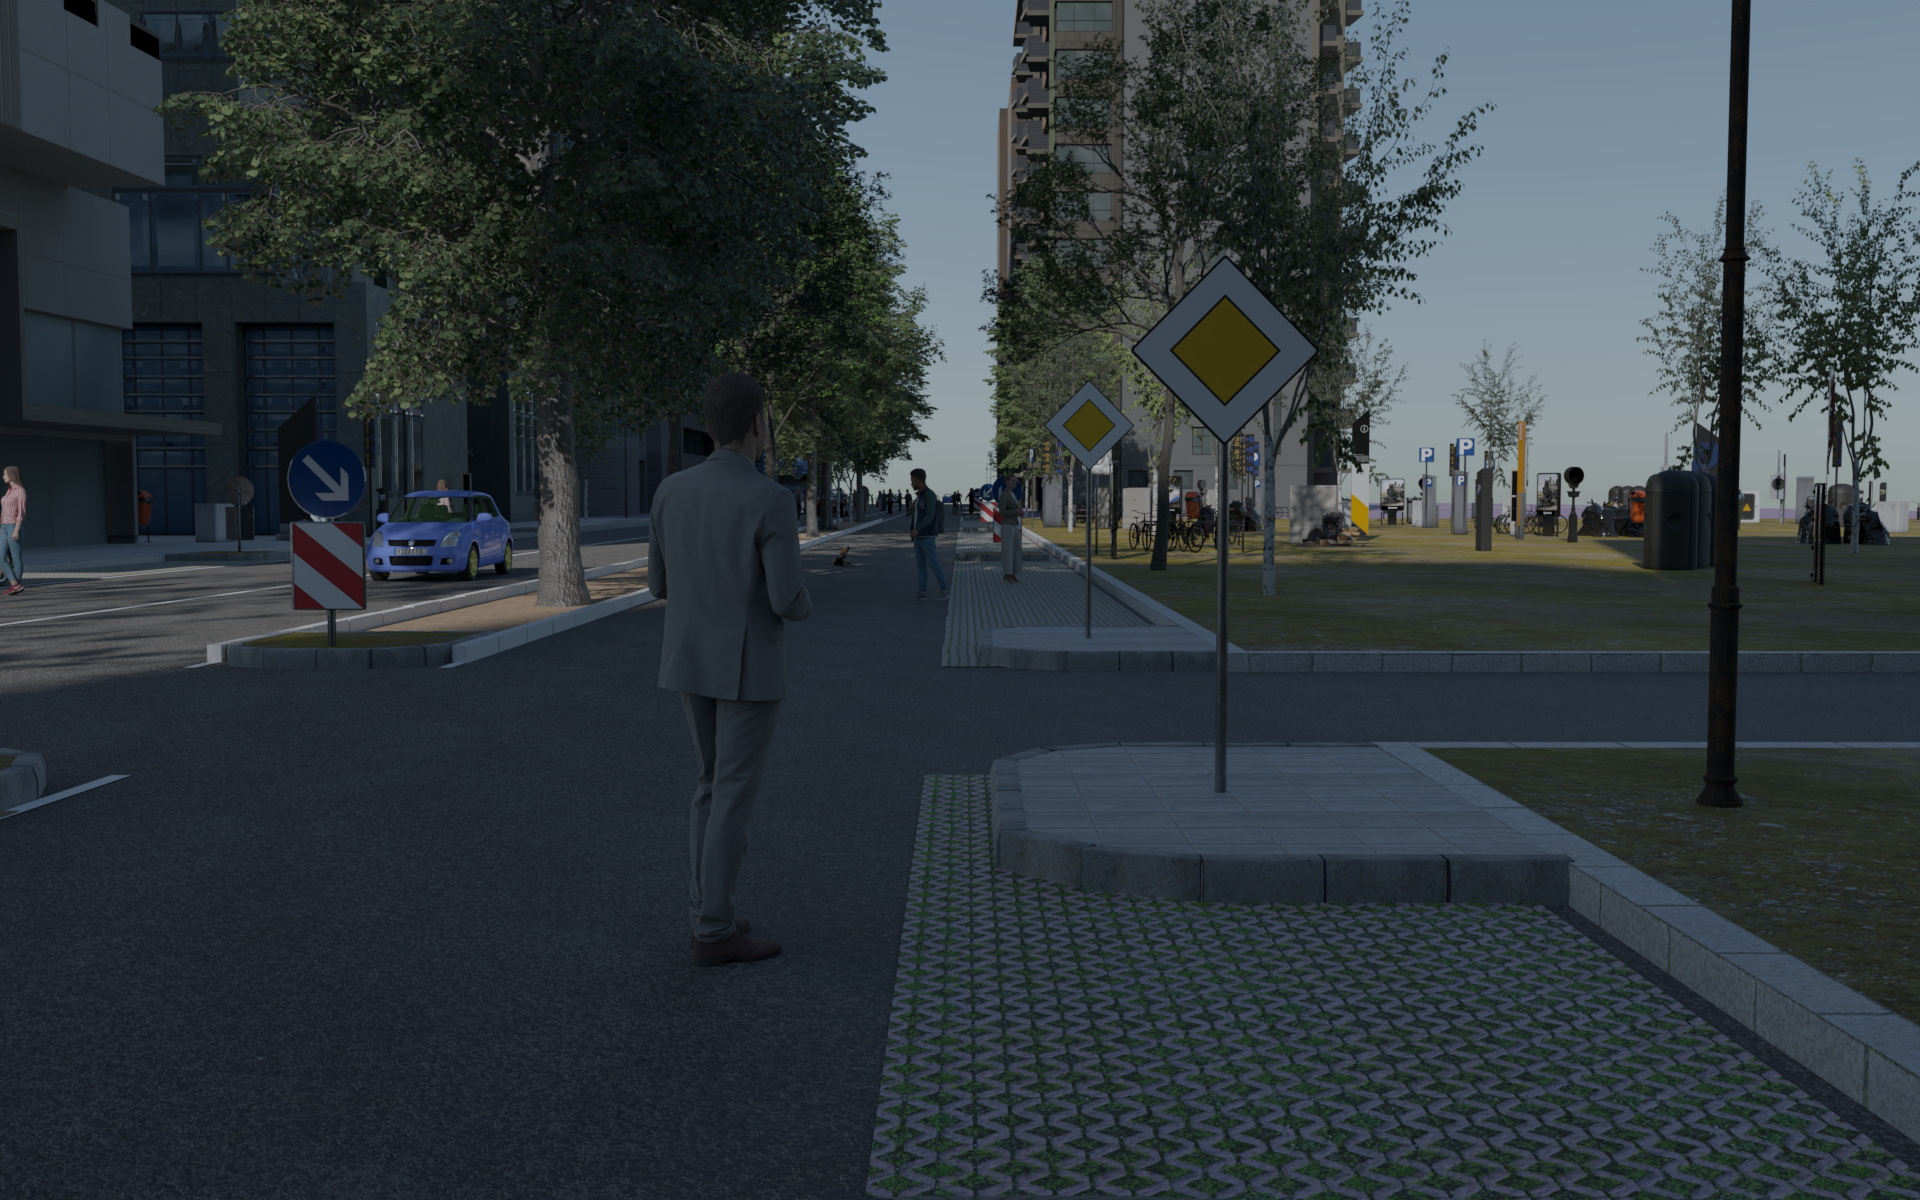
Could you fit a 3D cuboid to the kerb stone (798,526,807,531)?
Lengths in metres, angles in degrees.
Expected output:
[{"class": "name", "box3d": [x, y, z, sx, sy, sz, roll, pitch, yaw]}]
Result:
[{"class": "kerb stone", "box3d": [-6.195, -2.825, 68.501, 0.120, 0.150, 1.000, 0, 4, 0]}]

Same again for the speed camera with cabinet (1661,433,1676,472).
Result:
[{"class": "speed camera with cabinet", "box3d": [22.762, -3.723, 55.208, 0.660, 3.252, 2.038, 1, 4, 17]}]

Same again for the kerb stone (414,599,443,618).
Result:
[{"class": "kerb stone", "box3d": [-6.321, 0.113, 20.344, 0.120, 0.150, 1.000, 0, 4, 0]}]

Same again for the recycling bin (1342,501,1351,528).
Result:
[{"class": "recycling bin", "box3d": [14.587, -3.311, 66.685, 0.722, 1.027, 0.722, -1, 4, -18]}]

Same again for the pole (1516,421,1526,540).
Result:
[{"class": "pole", "box3d": [15.737, -3.347, 48.563, 0.158, 3.312, 0.155, 0, 3, 0]}]

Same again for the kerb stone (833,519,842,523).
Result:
[{"class": "kerb stone", "box3d": [-6.153, -3.960, 86.938, 0.120, 0.150, 1.000, 0, 4, 0]}]

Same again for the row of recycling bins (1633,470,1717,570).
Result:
[{"class": "row of recycling bins", "box3d": [12.837, -1.435, 30.572, 1.069, 1.692, 3.534, 2, 4, 32]}]

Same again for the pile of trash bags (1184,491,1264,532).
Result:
[{"class": "pile of trash bags", "box3d": [8.791, -3.017, 59.084, 1.912, 1.369, 3.447, 3, 5, 43]}]

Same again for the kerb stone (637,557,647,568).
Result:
[{"class": "kerb stone", "box3d": [-6.286, -0.702, 33.672, 0.120, 0.150, 1.000, 0, 4, 0]}]

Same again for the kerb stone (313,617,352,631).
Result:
[{"class": "kerb stone", "box3d": [-6.329, 0.303, 17.270, 0.120, 0.150, 1.000, 0, 4, 0]}]

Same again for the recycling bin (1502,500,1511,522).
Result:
[{"class": "recycling bin", "box3d": [22.893, -3.630, 71.903, 0.722, 1.027, 0.722, 1, 4, 20]}]

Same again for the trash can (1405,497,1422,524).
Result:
[{"class": "trash can", "box3d": [19.394, -3.814, 74.005, 0.748, 1.137, 0.748, 0, 3, 0]}]

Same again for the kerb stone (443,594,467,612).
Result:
[{"class": "kerb stone", "box3d": [-6.317, 0.058, 21.372, 0.120, 0.150, 1.000, 0, 4, 0]}]

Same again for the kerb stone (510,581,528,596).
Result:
[{"class": "kerb stone", "box3d": [-6.314, -0.137, 24.443, 0.120, 0.150, 1.000, 0, 4, 0]}]

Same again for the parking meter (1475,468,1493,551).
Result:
[{"class": "parking meter", "box3d": [11.790, -2.034, 38.960, 0.255, 1.863, 0.399, 0, 4, -4]}]

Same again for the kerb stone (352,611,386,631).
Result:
[{"class": "kerb stone", "box3d": [-6.324, 0.242, 18.295, 0.120, 0.150, 1.000, 0, 4, 0]}]

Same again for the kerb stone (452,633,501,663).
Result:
[{"class": "kerb stone", "box3d": [-4.236, 0.430, 15.161, 0.120, 0.150, 1.000, 0, 4, 0]}]

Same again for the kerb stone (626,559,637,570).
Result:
[{"class": "kerb stone", "box3d": [-6.287, -0.633, 32.650, 0.120, 0.150, 1.000, 0, 4, 0]}]

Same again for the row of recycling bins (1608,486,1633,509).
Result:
[{"class": "row of recycling bins", "box3d": [32.839, -4.725, 84.359, 1.069, 1.692, 3.534, -1, 4, -15]}]

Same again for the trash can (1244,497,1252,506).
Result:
[{"class": "trash can", "box3d": [13.616, -4.225, 80.739, 0.748, 1.137, 0.748, 0, 3, 0]}]

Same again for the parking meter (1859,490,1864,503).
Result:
[{"class": "parking meter", "box3d": [44.146, -4.685, 85.005, 0.372, 1.533, 0.369, 0, 3, 0]}]

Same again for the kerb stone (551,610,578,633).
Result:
[{"class": "kerb stone", "box3d": [-4.224, 0.242, 18.251, 0.120, 0.150, 1.000, 0, 4, 0]}]

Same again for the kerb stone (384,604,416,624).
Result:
[{"class": "kerb stone", "box3d": [-6.321, 0.184, 19.317, 0.120, 0.150, 1.000, 0, 4, 0]}]

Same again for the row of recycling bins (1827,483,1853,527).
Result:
[{"class": "row of recycling bins", "box3d": [34.853, -3.752, 68.453, 1.069, 1.692, 3.534, 2, 4, 28]}]

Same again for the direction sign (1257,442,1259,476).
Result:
[{"class": "direction sign", "box3d": [12.483, -5.077, 75.000, 0.876, 3.537, 0.379, 1, 4, 13]}]

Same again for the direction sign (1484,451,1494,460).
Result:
[{"class": "direction sign", "box3d": [27.637, -6.029, 90.578, 0.876, 3.537, 0.379, -3, 5, -43]}]

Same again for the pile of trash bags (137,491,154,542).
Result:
[{"class": "pile of trash bags", "box3d": [-23.086, -2.239, 46.358, 3.447, 1.369, 1.912, 1, 4, 15]}]

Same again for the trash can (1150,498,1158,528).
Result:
[{"class": "trash can", "box3d": [7.257, -3.248, 64.755, 0.748, 1.137, 0.748, 0, 3, 0]}]

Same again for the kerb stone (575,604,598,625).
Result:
[{"class": "kerb stone", "box3d": [-4.221, 0.182, 19.273, 0.120, 0.150, 1.000, 0, 4, 0]}]

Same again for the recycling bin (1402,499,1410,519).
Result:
[{"class": "recycling bin", "box3d": [23.274, -4.692, 89.261, 0.722, 1.027, 0.722, -1, 4, -18]}]

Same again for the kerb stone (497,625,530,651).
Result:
[{"class": "kerb stone", "box3d": [-4.232, 0.368, 16.186, 0.120, 0.150, 1.000, 0, 4, 0]}]

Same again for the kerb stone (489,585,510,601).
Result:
[{"class": "kerb stone", "box3d": [-6.313, -0.075, 23.417, 0.120, 0.150, 1.000, 0, 4, 0]}]

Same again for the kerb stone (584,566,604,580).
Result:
[{"class": "kerb stone", "box3d": [-6.293, -0.451, 29.574, 0.120, 0.150, 1.000, 0, 4, 0]}]

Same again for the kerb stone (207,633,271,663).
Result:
[{"class": "kerb stone", "box3d": [-6.336, 0.427, 15.216, 0.120, 0.150, 1.000, 0, 4, 0]}]

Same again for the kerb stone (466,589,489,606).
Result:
[{"class": "kerb stone", "box3d": [-6.317, -0.012, 22.394, 0.120, 0.150, 1.000, 0, 4, 0]}]

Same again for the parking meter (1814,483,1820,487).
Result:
[{"class": "parking meter", "box3d": [43.920, -5.081, 88.793, 0.399, 1.863, 0.255, -3, 5, -40]}]

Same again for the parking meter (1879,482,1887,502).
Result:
[{"class": "parking meter", "box3d": [45.682, -4.895, 85.744, 0.255, 1.863, 0.399, 3, 4, 39]}]

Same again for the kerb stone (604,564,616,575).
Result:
[{"class": "kerb stone", "box3d": [-6.290, -0.514, 30.596, 0.120, 0.150, 1.000, 0, 4, 0]}]

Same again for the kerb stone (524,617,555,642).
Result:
[{"class": "kerb stone", "box3d": [-4.230, 0.305, 17.215, 0.120, 0.150, 1.000, 0, 4, 0]}]

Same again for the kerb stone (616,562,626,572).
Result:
[{"class": "kerb stone", "box3d": [-6.298, -0.574, 31.618, 0.120, 0.150, 1.000, 0, 4, 0]}]

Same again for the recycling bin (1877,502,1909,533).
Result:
[{"class": "recycling bin", "box3d": [30.965, -2.749, 57.502, 0.722, 1.027, 0.722, -2, 4, -35]}]

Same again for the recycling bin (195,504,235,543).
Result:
[{"class": "recycling bin", "box3d": [-19.841, -2.053, 46.117, 0.722, 1.027, 0.722, 1, 4, 19]}]

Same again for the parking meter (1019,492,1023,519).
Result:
[{"class": "parking meter", "box3d": [3.090, -4.979, 89.813, 0.372, 1.533, 0.369, 0, 3, 0]}]

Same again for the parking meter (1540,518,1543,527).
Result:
[{"class": "parking meter", "box3d": [22.452, -3.732, 66.727, 0.255, 1.863, 0.399, 0, 4, 2]}]

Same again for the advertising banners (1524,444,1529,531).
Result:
[{"class": "advertising banners", "box3d": [19.520, -3.898, 59.920, 0.090, 3.025, 2.074, 2, 4, 26]}]

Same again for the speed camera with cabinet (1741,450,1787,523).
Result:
[{"class": "speed camera with cabinet", "box3d": [35.835, -5.083, 77.446, 2.038, 3.252, 0.660, 2, 4, 25]}]

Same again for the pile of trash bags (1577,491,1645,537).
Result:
[{"class": "pile of trash bags", "box3d": [19.840, -2.577, 51.879, 1.912, 1.369, 3.447, 0, 4, 2]}]

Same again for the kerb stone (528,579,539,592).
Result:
[{"class": "kerb stone", "box3d": [-6.306, -0.200, 25.465, 0.120, 0.150, 1.000, 0, 4, 0]}]

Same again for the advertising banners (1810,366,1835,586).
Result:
[{"class": "advertising banners", "box3d": [12.255, -1.737, 24.595, 0.090, 3.025, 2.074, 1, 4, 22]}]

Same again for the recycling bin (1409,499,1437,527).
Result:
[{"class": "recycling bin", "box3d": [18.240, -3.394, 68.042, 0.722, 1.027, 0.722, 3, 5, 41]}]

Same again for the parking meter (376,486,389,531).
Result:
[{"class": "parking meter", "box3d": [-17.532, -2.701, 52.571, 0.372, 1.533, 0.369, 0, 3, 0]}]

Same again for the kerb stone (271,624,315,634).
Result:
[{"class": "kerb stone", "box3d": [-6.326, 0.366, 16.248, 0.120, 0.150, 1.000, 0, 4, 0]}]

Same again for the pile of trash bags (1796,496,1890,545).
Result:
[{"class": "pile of trash bags", "box3d": [23.364, -2.119, 44.394, 3.447, 1.369, 1.912, 2, 4, 25]}]
